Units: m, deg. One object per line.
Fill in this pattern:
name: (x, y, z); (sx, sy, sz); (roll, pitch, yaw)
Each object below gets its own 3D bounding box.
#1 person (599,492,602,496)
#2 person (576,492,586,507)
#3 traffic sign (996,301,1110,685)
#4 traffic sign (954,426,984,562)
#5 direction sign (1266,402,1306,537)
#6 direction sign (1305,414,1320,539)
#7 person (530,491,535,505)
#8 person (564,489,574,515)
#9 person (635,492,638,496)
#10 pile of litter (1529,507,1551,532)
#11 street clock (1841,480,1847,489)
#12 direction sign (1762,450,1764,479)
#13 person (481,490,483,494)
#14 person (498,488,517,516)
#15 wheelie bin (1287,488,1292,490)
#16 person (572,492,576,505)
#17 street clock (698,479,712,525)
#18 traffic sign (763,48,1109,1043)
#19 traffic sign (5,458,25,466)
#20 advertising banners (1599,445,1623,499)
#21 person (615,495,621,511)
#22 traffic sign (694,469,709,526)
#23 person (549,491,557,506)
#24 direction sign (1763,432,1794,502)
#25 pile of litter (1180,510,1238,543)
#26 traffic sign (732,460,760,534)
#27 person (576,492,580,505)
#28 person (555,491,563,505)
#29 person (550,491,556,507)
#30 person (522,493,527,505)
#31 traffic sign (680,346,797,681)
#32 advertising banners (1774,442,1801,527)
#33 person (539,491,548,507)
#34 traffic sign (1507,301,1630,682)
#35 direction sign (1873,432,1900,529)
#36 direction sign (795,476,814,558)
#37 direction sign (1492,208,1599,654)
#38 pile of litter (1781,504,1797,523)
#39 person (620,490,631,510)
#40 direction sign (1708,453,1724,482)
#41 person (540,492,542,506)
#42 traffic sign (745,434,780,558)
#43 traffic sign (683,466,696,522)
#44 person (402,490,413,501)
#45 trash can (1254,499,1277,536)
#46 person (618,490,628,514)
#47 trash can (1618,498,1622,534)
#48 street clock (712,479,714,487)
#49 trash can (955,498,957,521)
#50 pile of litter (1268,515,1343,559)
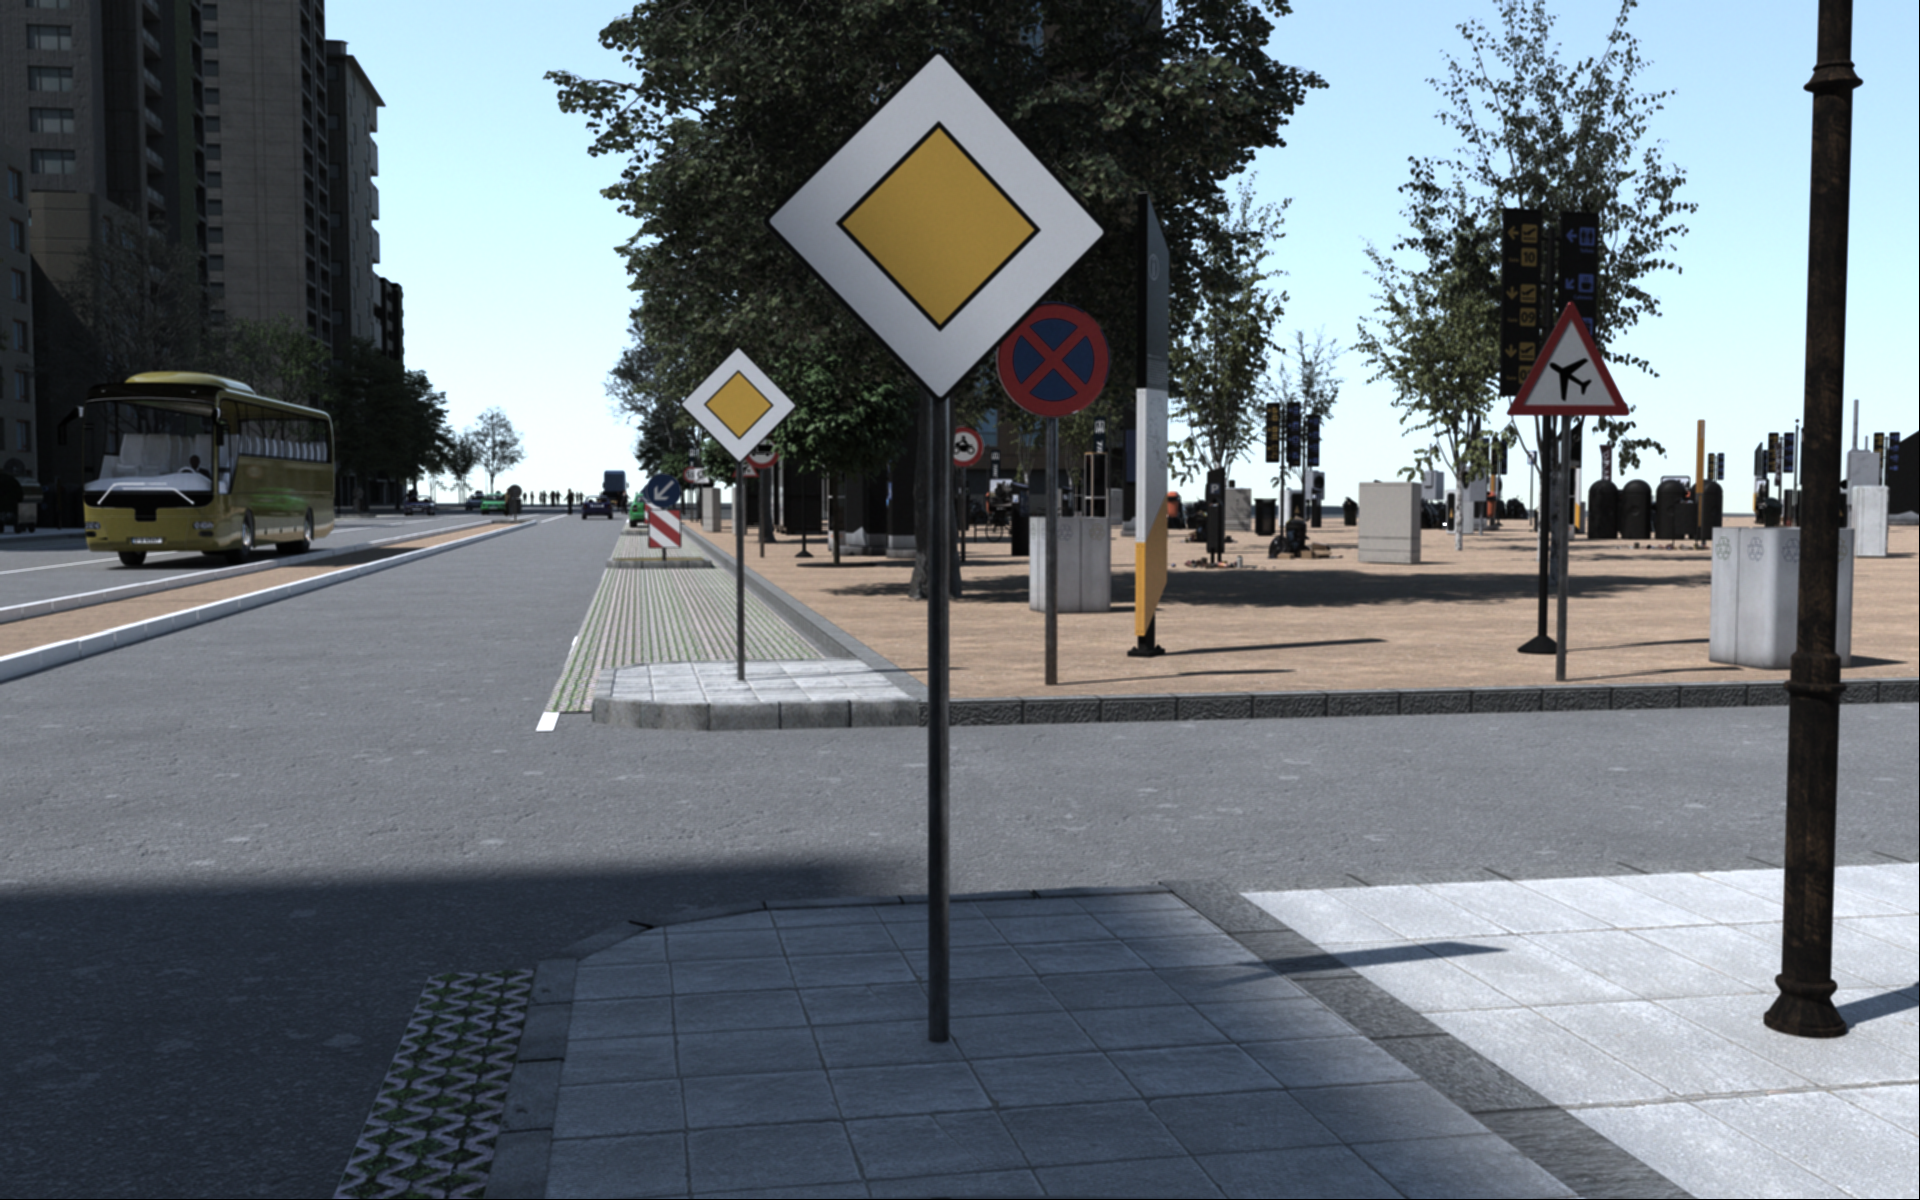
person: (-45.746, -12.914, 220.566); (0.530, 1.710, 0.541); (0, 4, -8)
person: (-42.932, -11.438, 196.338); (1.217, 1.723, 0.721); (-1, 4, -23)
traffic sign: (0.613, -0.701, 11.568); (0.768, 2.556, 0.104); (0, 4, -7)
traffic sign: (0.061, -1.984, 32.552); (0.768, 2.556, 0.104); (0, 4, -4)
direction sign: (7.965, -3.105, 42.762); (0.876, 3.537, 0.379); (2, 4, 31)
direction sign: (9.751, -3.495, 49.142); (0.876, 3.537, 0.379); (0, 4, -2)
person: (-55.917, -13.335, 226.470); (0.705, 1.831, 1.348); (0, 4, 6)
person: (-27.371, -6.902, 121.365); (0.705, 1.821, 1.348); (-3, 5, -40)
person: (-44.202, -13.952, 237.328); (0.721, 1.736, 1.217); (1, 4, 15)
pile of litter: (19.882, -2.732, 58.633); (1.176, 0.858, 1.719); (1, 4, 21)
street clock: (44.920, -5.095, 87.873); (0.358, 2.002, 0.471); (-3, 5, -43)
direction sign: (40.963, -5.906, 88.563); (0.876, 3.537, 0.379); (-2, 4, -29)
person: (-53.231, -11.288, 192.924); (0.709, 1.838, 0.599); (1, 4, 15)
person: (-29.537, -6.401, 113.250); (1.348, 1.812, 0.705); (0, 4, 5)
wheelie bin: (16.125, -4.715, 85.005); (0.693, 1.594, 0.980); (2, 4, 25)
person: (-49.221, -12.892, 220.001); (1.217, 1.736, 0.721); (0, 4, 5)
street clock: (-10.819, -4.183, 72.963); (0.471, 2.002, 0.358); (-1, 4, -14)
traffic sign: (-0.053, -0.022, 4.009); (0.795, 2.450, 0.064); (-1, 4, -10)
traffic sign: (-33.442, -3.742, 61.288); (0.768, 2.556, 0.104); (0, 4, -1)
advertising banners: (23.561, -3.995, 61.500); (2.074, 3.025, 0.090); (-1, 4, -15)
person: (-28.599, -8.162, 145.210); (1.065, 1.426, 0.557); (3, 5, 40)
traffic sign: (-10.232, -4.071, 68.695); (0.606, 2.300, 0.079); (0, 4, -5)
person: (-49.413, -12.330, 210.038); (0.705, 1.831, 1.348); (2, 4, 34)
direction sign: (30.207, -4.391, 63.793); (0.876, 3.537, 0.379); (1, 4, 13)
pile of litter: (6.500, -1.959, 45.991); (1.719, 0.858, 1.176); (3, 5, 42)
traffic sign: (-6.812, -3.366, 55.045); (0.884, 2.594, 0.081); (0, 4, -6)
person: (-52.503, -13.992, 238.048); (0.721, 1.735, 1.217); (1, 4, 10)
person: (-50.973, -12.929, 219.514); (1.348, 1.869, 0.705); (0, 4, -4)
person: (-46.033, -11.418, 195.898); (0.721, 1.743, 1.217); (1, 4, 19)
person: (-54.993, -12.761, 218.617); (0.593, 1.643, 0.415); (-3, 4, -39)
traffic sign: (-1.510, -0.503, 11.861); (0.795, 2.450, 0.064); (-1, 4, -10)
advertising banners: (28.262, -3.842, 59.011); (2.074, 3.025, 0.090); (-2, 4, -34)
person: (-45.370, -11.034, 188.903); (1.348, 1.824, 0.705); (2, 4, 28)
traffic sign: (4.118, -0.721, 11.799); (0.884, 2.594, 0.081); (-1, 4, -9)
direction sign: (33.958, -4.377, 63.554); (0.379, 3.537, 0.876); (-3, 5, -44)
direction sign: (-3.167, -2.636, 35.091); (0.379, 3.537, 0.876); (1, 4, 13)
direction sign: (4.718, -1.341, 13.928); (0.876, 3.537, 0.379); (-1, 4, -17)
pile of litter: (37.535, -3.940, 78.391); (1.719, 0.858, 1.176); (-3, 4, -36)
person: (-30.244, -8.997, 155.623); (1.348, 1.821, 0.705); (-2, 4, -25)
direction sign: (41.713, -6.339, 95.637); (0.379, 3.537, 0.876); (-3, 5, -43)
person: (-51.367, -12.392, 211.904); (0.721, 1.735, 1.217); (-1, 4, -18)
traffic sign: (-4.000, -2.132, 34.966); (0.768, 2.556, 0.104); (-1, 4, -9)
traffic sign: (-12.260, -4.833, 79.127); (0.768, 2.556, 0.104); (0, 4, -6)
person: (-40.907, -7.327, 128.811); (1.217, 1.766, 0.721); (-3, 5, -42)
trash can: (9.403, -2.550, 53.348); (0.748, 1.137, 0.748); (0, 3, 0)
person: (-24.115, -7.014, 123.976); (0.445, 1.727, 0.742); (3, 4, 38)
trash can: (21.486, -2.696, 55.739); (0.748, 1.137, 0.748); (0, 3, 0)
street clock: (-11.281, -4.488, 77.943); (0.471, 2.002, 0.358); (3, 5, 44)
trash can: (-0.315, -3.440, 67.893); (0.748, 1.137, 0.748); (0, 3, 0)
pile of litter: (6.915, -1.269, 34.711); (1.719, 0.858, 1.176); (-1, 4, -11)
